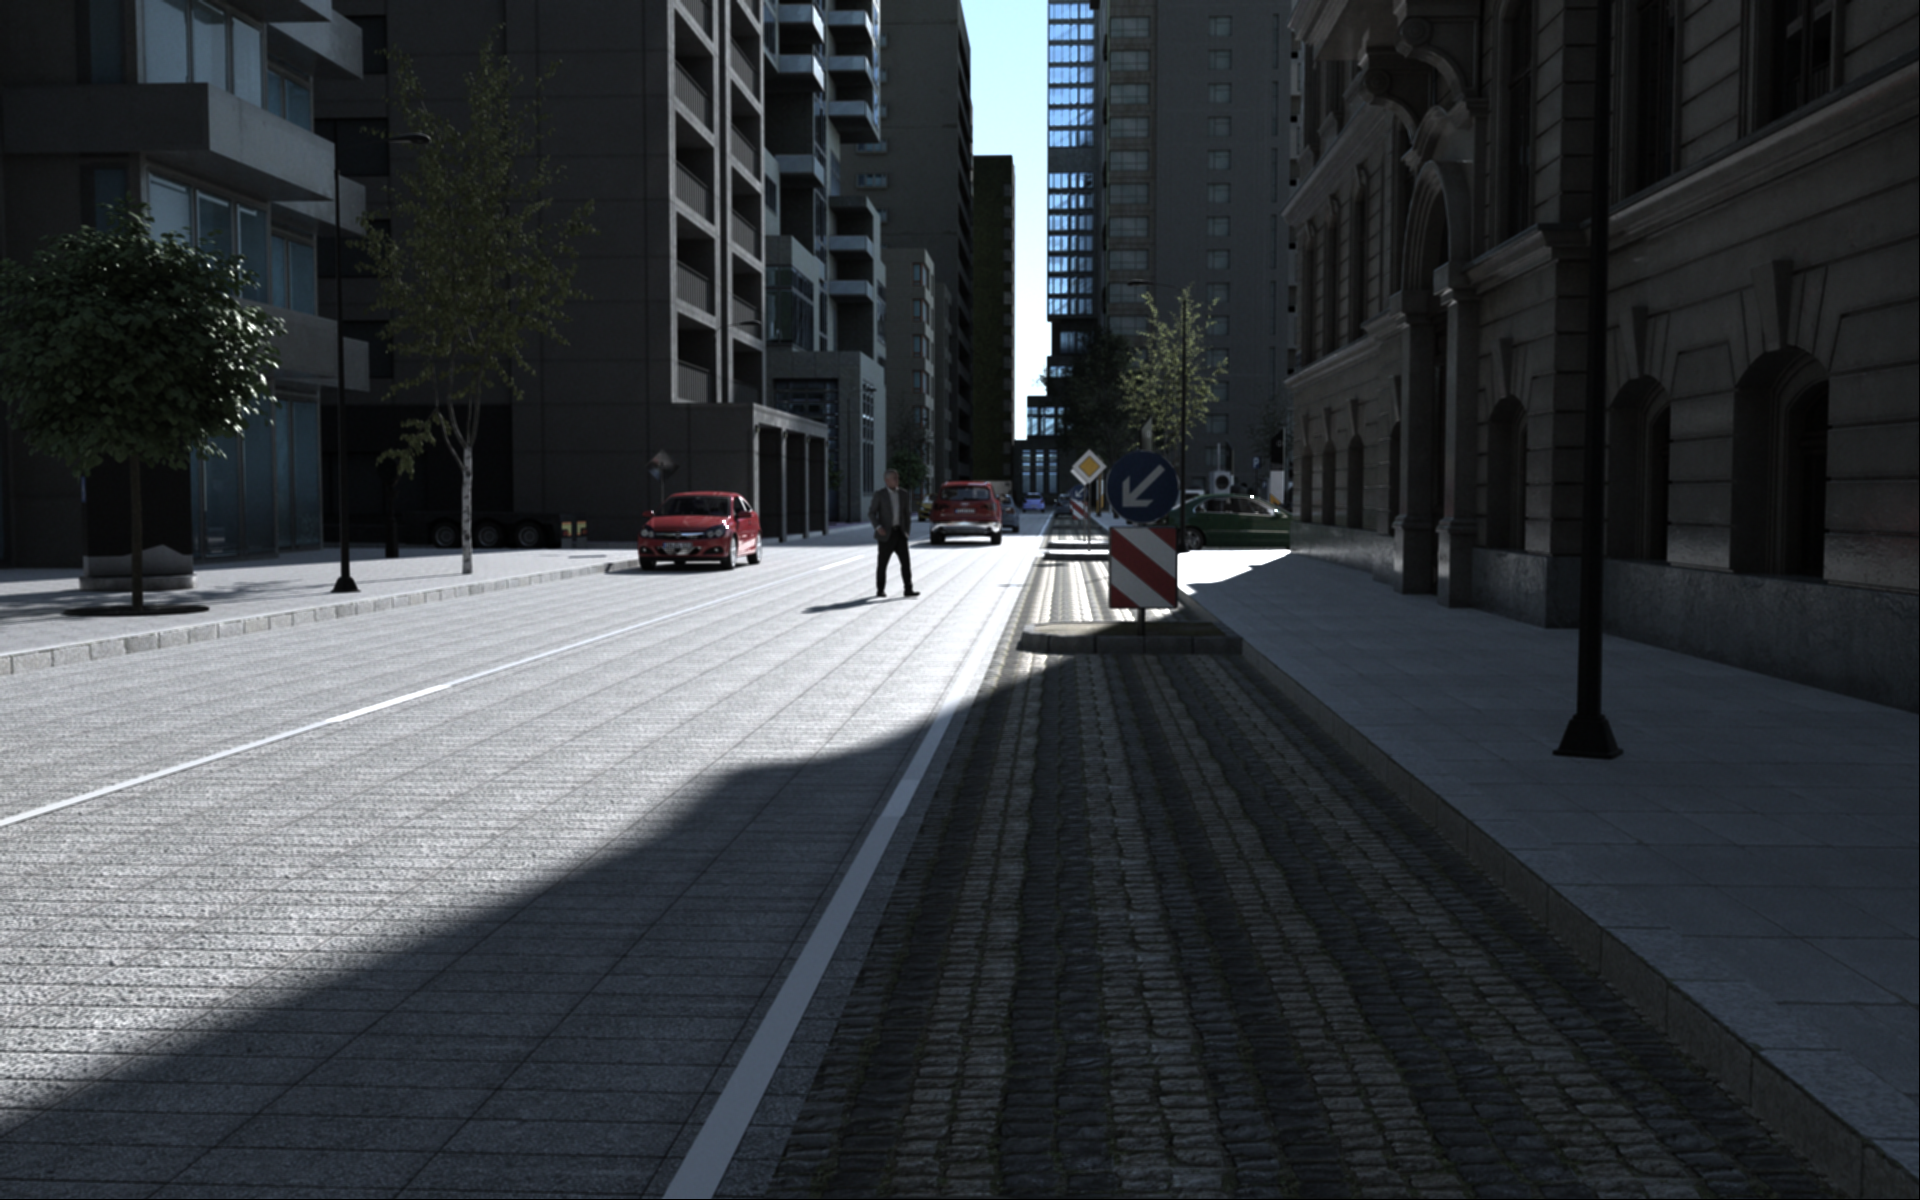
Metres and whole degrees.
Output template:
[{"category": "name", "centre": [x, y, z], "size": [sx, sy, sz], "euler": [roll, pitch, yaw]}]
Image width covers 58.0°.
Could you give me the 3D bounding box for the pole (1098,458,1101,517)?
[{"category": "pole", "centre": [7.866, -6.343, 97.557], "size": [0.158, 3.312, 0.155], "euler": [0, 3, 0]}]

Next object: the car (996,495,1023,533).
[{"category": "car", "centre": [1.367, -3.264, 65.364], "size": [2.014, 1.417, 4.499], "euler": [0, 4, 3]}]

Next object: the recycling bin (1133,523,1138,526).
[{"category": "recycling bin", "centre": [5.784, -2.483, 53.155], "size": [0.722, 1.027, 0.722], "euler": [-3, 5, -40]}]

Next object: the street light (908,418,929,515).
[{"category": "street light", "centre": [-2.565, -8.153, 105.848], "size": [1.470, 5.913, 1.316], "euler": [0, 4, 3]}]

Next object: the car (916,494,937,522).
[{"category": "car", "centre": [-1.270, -4.941, 91.001], "size": [2.015, 1.641, 3.980], "euler": [0, 4, 2]}]

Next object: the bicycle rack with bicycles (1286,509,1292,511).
[{"category": "bicycle rack with bicycles", "centre": [8.108, -2.127, 48.164], "size": [2.852, 0.926, 2.925], "euler": [0, 4, 4]}]

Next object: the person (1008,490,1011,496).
[{"category": "person", "centre": [5.172, -10.421, 178.872], "size": [0.705, 1.826, 1.348], "euler": [1, 4, 18]}]

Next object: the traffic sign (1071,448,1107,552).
[{"category": "traffic sign", "centre": [2.853, -2.116, 38.246], "size": [0.795, 2.450, 0.064], "euler": [0, 4, 3]}]

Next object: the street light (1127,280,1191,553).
[{"category": "street light", "centre": [4.328, -3.988, 37.742], "size": [1.470, 5.913, 1.316], "euler": [0, 4, 3]}]

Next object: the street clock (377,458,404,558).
[{"category": "street clock", "centre": [-11.472, -1.856, 34.923], "size": [0.471, 2.002, 0.358], "euler": [1, 4, 13]}]

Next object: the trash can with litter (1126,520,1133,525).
[{"category": "trash can with litter", "centre": [7.377, -3.769, 73.012], "size": [0.624, 1.170, 1.055], "euler": [-1, 4, -18]}]

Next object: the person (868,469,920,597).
[{"category": "person", "centre": [-0.902, -0.925, 24.022], "size": [0.661, 1.777, 0.834], "euler": [-3, 4, -36]}]

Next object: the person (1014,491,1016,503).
[{"category": "person", "centre": [6.354, -11.625, 198.510], "size": [0.705, 1.831, 1.348], "euler": [0, 4, 2]}]

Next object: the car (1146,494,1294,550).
[{"category": "car", "centre": [6.796, -1.827, 41.670], "size": [4.920, 1.459, 2.131], "euler": [0, 4, 2]}]

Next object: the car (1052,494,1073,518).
[{"category": "car", "centre": [6.561, -5.652, 104.417], "size": [2.014, 1.417, 4.499], "euler": [0, 4, 3]}]

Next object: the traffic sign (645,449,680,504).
[{"category": "traffic sign", "centre": [-6.673, -2.152, 38.827], "size": [0.795, 2.450, 0.064], "euler": [0, 4, 3]}]

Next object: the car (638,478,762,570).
[{"category": "car", "centre": [-5.084, -1.535, 34.137], "size": [2.155, 1.783, 4.494], "euler": [0, 4, 3]}]

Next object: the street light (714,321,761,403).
[{"category": "street light", "centre": [-6.036, -4.530, 46.606], "size": [1.470, 5.913, 1.316], "euler": [0, 4, 3]}]

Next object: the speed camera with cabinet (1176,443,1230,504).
[{"category": "speed camera with cabinet", "centre": [9.418, -4.450, 67.096], "size": [2.038, 3.252, 0.660], "euler": [-1, 4, -13]}]

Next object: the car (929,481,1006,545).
[{"category": "car", "centre": [0.210, -2.565, 50.609], "size": [2.281, 1.827, 5.304], "euler": [0, 4, 2]}]

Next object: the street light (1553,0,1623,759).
[{"category": "street light", "centre": [2.561, -2.194, 8.409], "size": [1.470, 5.913, 1.316], "euler": [0, 4, 3]}]

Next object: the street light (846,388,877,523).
[{"category": "street light", "centre": [-4.351, -6.344, 76.260], "size": [1.470, 5.913, 1.316], "euler": [0, 4, 3]}]

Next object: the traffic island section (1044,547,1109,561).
[{"category": "traffic island section", "centre": [2.877, -0.981, 38.322], "size": [2.009, 0.180, 2.903], "euler": [0, 4, 3]}]

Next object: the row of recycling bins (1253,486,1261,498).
[{"category": "row of recycling bins", "centre": [14.403, -5.133, 91.036], "size": [1.069, 1.692, 3.534], "euler": [-3, 5, -39]}]

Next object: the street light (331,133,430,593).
[{"category": "street light", "centre": [-7.518, -3.056, 22.501], "size": [1.470, 5.913, 1.316], "euler": [0, 4, 3]}]

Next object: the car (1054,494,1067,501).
[{"category": "car", "centre": [8.014, -7.275, 129.170], "size": [2.015, 1.641, 3.980], "euler": [0, 4, 2]}]

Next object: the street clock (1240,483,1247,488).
[{"category": "street clock", "centre": [18.447, -6.620, 112.806], "size": [0.471, 2.002, 0.358], "euler": [-2, 4, -30]}]

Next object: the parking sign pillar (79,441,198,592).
[{"category": "parking sign pillar", "centre": [-11.107, -2.131, 23.315], "size": [1.447, 3.967, 1.447], "euler": [-2, 4, -35]}]

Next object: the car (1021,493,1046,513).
[{"category": "car", "centre": [5.707, -7.630, 134.335], "size": [1.945, 1.707, 3.694], "euler": [0, 4, 2]}]

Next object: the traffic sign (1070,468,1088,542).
[{"category": "traffic sign", "centre": [3.324, -2.604, 46.218], "size": [0.795, 2.450, 0.064], "euler": [0, 4, 3]}]

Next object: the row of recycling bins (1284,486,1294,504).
[{"category": "row of recycling bins", "centre": [14.950, -4.112, 74.339], "size": [3.534, 1.692, 1.069], "euler": [2, 4, 34]}]

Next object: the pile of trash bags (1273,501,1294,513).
[{"category": "pile of trash bags", "centre": [11.285, -2.692, 53.761], "size": [3.447, 1.369, 1.912], "euler": [1, 4, 10]}]

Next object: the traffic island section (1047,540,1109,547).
[{"category": "traffic island section", "centre": [3.348, -1.469, 46.294], "size": [2.009, 0.180, 2.903], "euler": [0, 4, 3]}]

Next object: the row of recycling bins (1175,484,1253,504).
[{"category": "row of recycling bins", "centre": [10.493, -4.072, 73.686], "size": [3.534, 1.692, 1.069], "euler": [-1, 4, -10]}]
